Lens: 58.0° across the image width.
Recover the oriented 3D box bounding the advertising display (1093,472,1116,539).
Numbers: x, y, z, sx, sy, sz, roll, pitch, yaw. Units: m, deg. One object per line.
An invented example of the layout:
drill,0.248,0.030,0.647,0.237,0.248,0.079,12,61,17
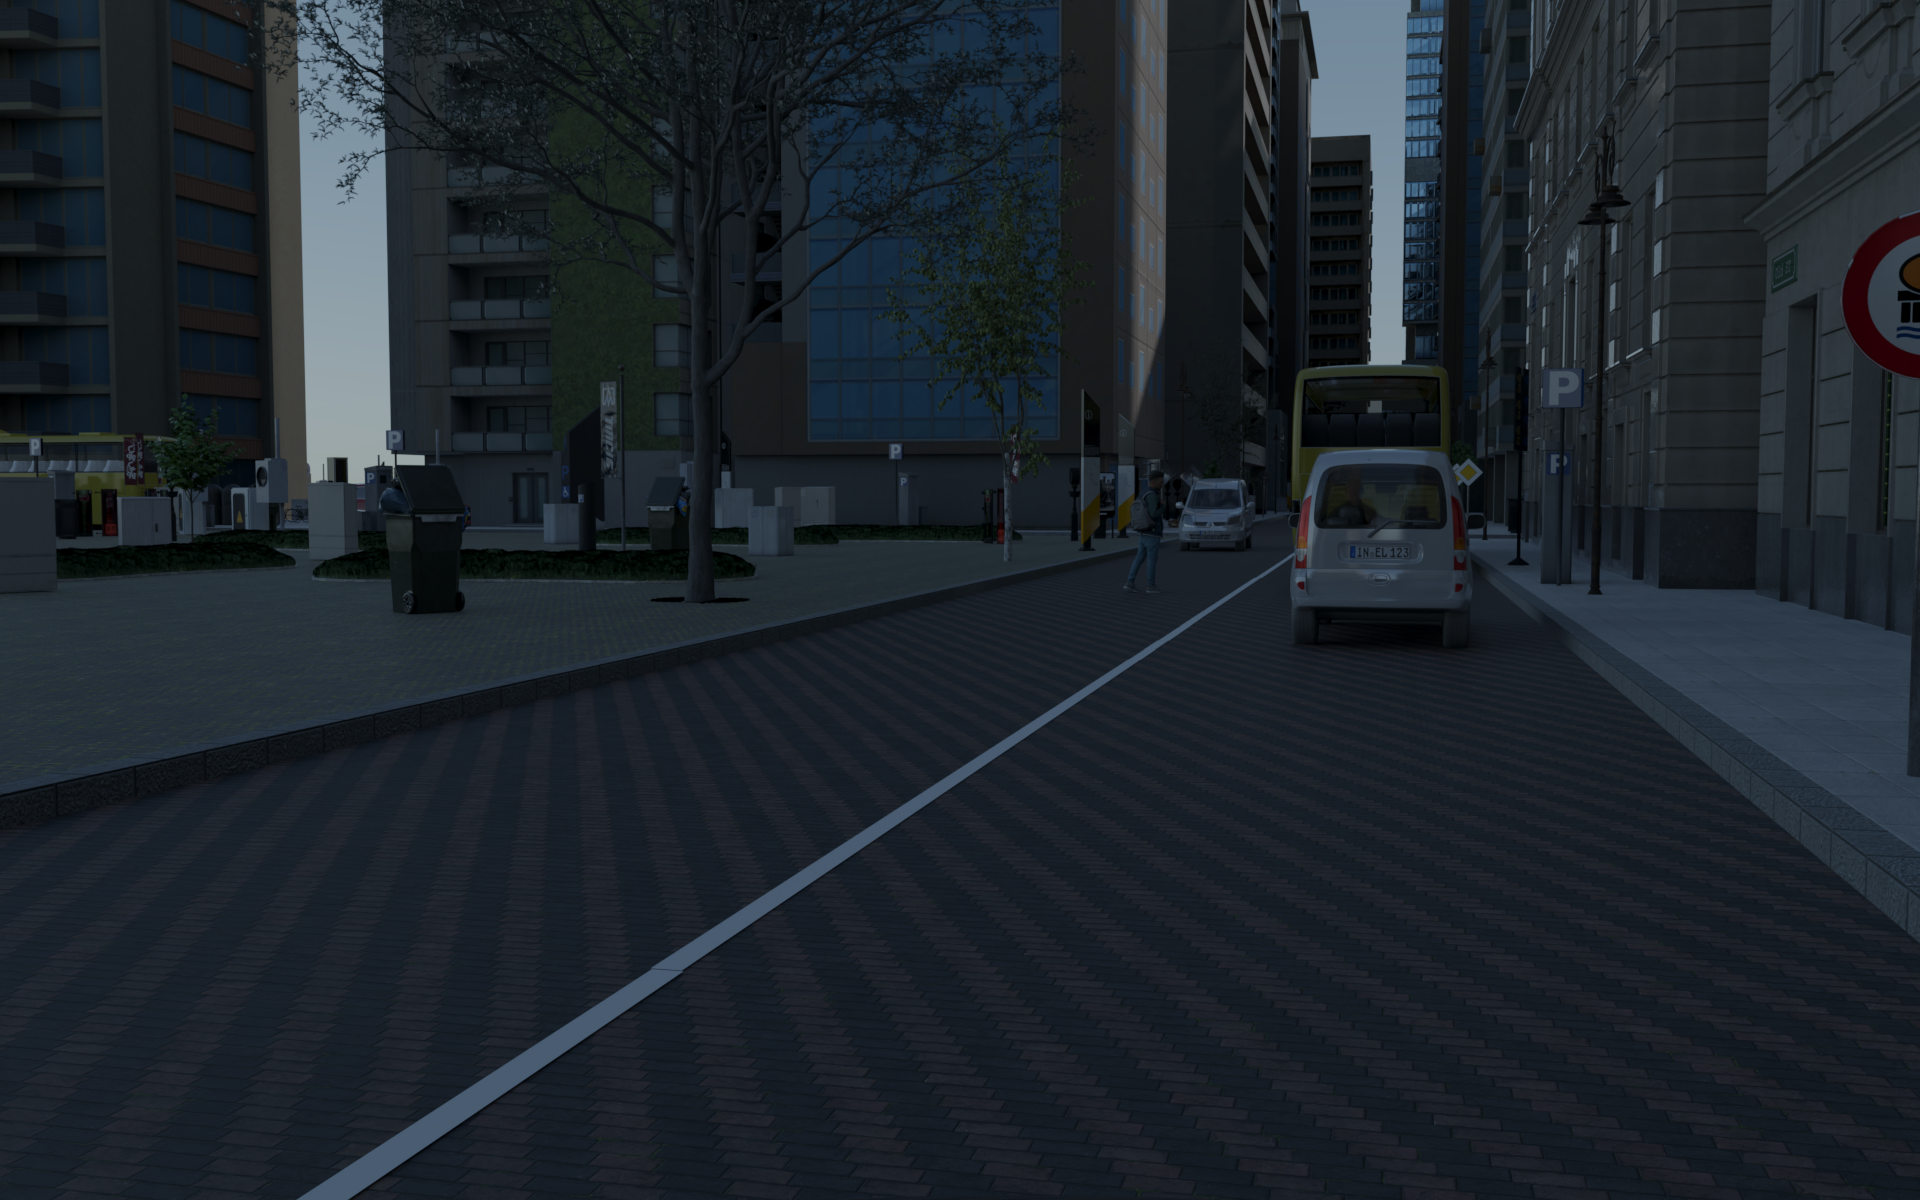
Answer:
advertising display,4.024,-2.729,49.831,0.974,1.923,0.123,-2,4,-24

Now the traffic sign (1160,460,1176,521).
traffic sign,5.905,-2.875,50.650,0.795,2.450,0.064,1,4,14

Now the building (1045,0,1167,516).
building,14.913,-29.043,124.971,14.600,45.320,14.200,1,4,14

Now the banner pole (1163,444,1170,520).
banner pole,10.278,-5.872,86.024,0.401,3.779,0.863,0,4,0

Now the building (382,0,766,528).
building,-15.257,-23.701,71.106,14.086,41.232,14.154,1,4,14

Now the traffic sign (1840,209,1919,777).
traffic sign,4.356,-0.471,7.806,0.768,2.556,0.104,1,4,18

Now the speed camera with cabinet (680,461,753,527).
speed camera with cabinet,-6.951,-3.374,49.494,2.038,3.252,0.660,-2,4,-31

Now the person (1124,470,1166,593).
person,2.746,-0.993,25.086,0.721,1.781,0.623,-2,4,-28

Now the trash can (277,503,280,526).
trash can,-27.885,-3.584,70.245,0.748,1.137,0.748,0,3,0

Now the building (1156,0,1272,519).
building,6.534,-29.150,100.304,21.300,48.544,21.600,1,4,14

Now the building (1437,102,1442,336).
building,62.083,-34.459,183.014,23.786,49.044,30.456,1,4,14

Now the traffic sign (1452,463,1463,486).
traffic sign,16.149,-3.224,56.349,0.795,2.450,0.064,1,4,14

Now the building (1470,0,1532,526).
building,33.928,-23.164,70.610,23.993,40.220,32.217,1,4,14

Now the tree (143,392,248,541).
tree,-14.772,-2.351,33.047,1.663,3.219,1.824,0,3,0

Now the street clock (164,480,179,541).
street clock,-21.330,-2.588,46.884,0.358,2.002,0.471,-2,4,-27

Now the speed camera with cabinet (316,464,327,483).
speed camera with cabinet,-41.155,-7.300,113.693,2.038,3.252,0.660,-3,5,-43

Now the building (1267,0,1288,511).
building,17.255,-51.062,147.535,22.319,86.520,31.000,1,4,14

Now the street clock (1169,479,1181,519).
street clock,10.413,-4.796,82.982,0.471,2.002,0.358,1,4,12

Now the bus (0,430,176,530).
bus,-35.129,-4.475,64.716,12.252,3.916,2.896,1,4,14

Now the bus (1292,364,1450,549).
bus,8.194,-2.617,34.332,2.896,3.916,12.252,1,4,14

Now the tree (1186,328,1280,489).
tree,11.752,-7.710,76.415,4.360,8.622,3.978,0,3,0

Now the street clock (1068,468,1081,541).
street clock,3.130,-2.614,47.307,0.358,2.002,0.471,0,4,-5

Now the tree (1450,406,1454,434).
tree,33.110,-10.630,124.163,4.737,8.622,4.395,0,3,0

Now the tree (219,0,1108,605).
tree,-2.953,-6.722,20.276,12.009,13.543,11.850,0,3,0

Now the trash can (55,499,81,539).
trash can,-25.405,-2.300,49.262,0.748,1.137,0.748,0,3,0

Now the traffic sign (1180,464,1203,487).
traffic sign,7.806,-3.350,58.407,0.795,2.450,0.064,1,4,14

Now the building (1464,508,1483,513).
building,44.263,-48.711,109.088,22.319,86.520,31.000,1,4,14

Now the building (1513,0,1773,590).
building,17.812,-14.420,33.032,12.463,27.353,25.104,1,4,14

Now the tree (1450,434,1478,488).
tree,26.162,-6.667,92.716,4.285,4.588,4.351,0,3,0

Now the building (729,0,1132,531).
building,0.258,-25.494,66.936,14.600,45.320,14.200,1,4,14

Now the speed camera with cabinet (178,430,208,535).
speed camera with cabinet,-23.779,-3.629,53.666,0.660,3.252,2.038,-2,4,-32

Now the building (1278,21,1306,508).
building,26.325,-31.785,169.802,14.600,45.320,14.200,1,4,14

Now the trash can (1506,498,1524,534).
trash can,18.155,-2.735,56.365,0.748,1.137,0.748,0,3,0

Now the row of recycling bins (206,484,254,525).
row of recycling bins,-30.302,-3.926,71.300,3.534,1.692,1.069,0,4,4

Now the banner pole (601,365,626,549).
banner pole,-6.718,-2.673,33.718,0.863,3.779,0.401,3,4,39

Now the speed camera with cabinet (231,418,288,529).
speed camera with cabinet,-18.379,-3.123,45.402,2.038,3.252,0.660,3,5,41

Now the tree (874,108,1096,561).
tree,0.746,-5.036,32.699,4.737,8.622,4.395,0,3,0

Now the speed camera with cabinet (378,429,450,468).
speed camera with cabinet,-16.691,-3.585,52.959,2.038,3.252,0.660,0,4,3

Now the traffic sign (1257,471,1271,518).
traffic sign,16.608,-5.789,94.755,0.768,2.556,0.104,1,4,21

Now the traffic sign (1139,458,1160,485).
traffic sign,5.376,-2.884,49.288,0.606,2.300,0.079,1,4,20

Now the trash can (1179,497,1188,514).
trash can,11.144,-4.508,85.363,0.748,1.137,0.748,0,3,0

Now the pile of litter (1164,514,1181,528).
pile of litter,8.497,-3.204,66.356,1.719,0.858,1.176,-1,4,-13

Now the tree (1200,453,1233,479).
tree,11.814,-5.282,80.969,1.663,3.219,1.824,0,3,0

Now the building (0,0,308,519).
building,-48.517,-26.302,84.665,28.867,44.769,22.147,1,4,14

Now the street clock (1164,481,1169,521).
street clock,9.982,-4.817,83.323,0.358,2.002,0.471,0,4,6

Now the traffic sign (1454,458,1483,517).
traffic sign,14.249,-2.749,48.592,0.795,2.450,0.064,1,4,14

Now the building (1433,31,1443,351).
building,53.949,-30.583,154.651,22.147,44.769,28.867,1,4,14

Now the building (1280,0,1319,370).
building,25.142,-36.923,192.922,27.495,52.752,28.713,1,4,14
